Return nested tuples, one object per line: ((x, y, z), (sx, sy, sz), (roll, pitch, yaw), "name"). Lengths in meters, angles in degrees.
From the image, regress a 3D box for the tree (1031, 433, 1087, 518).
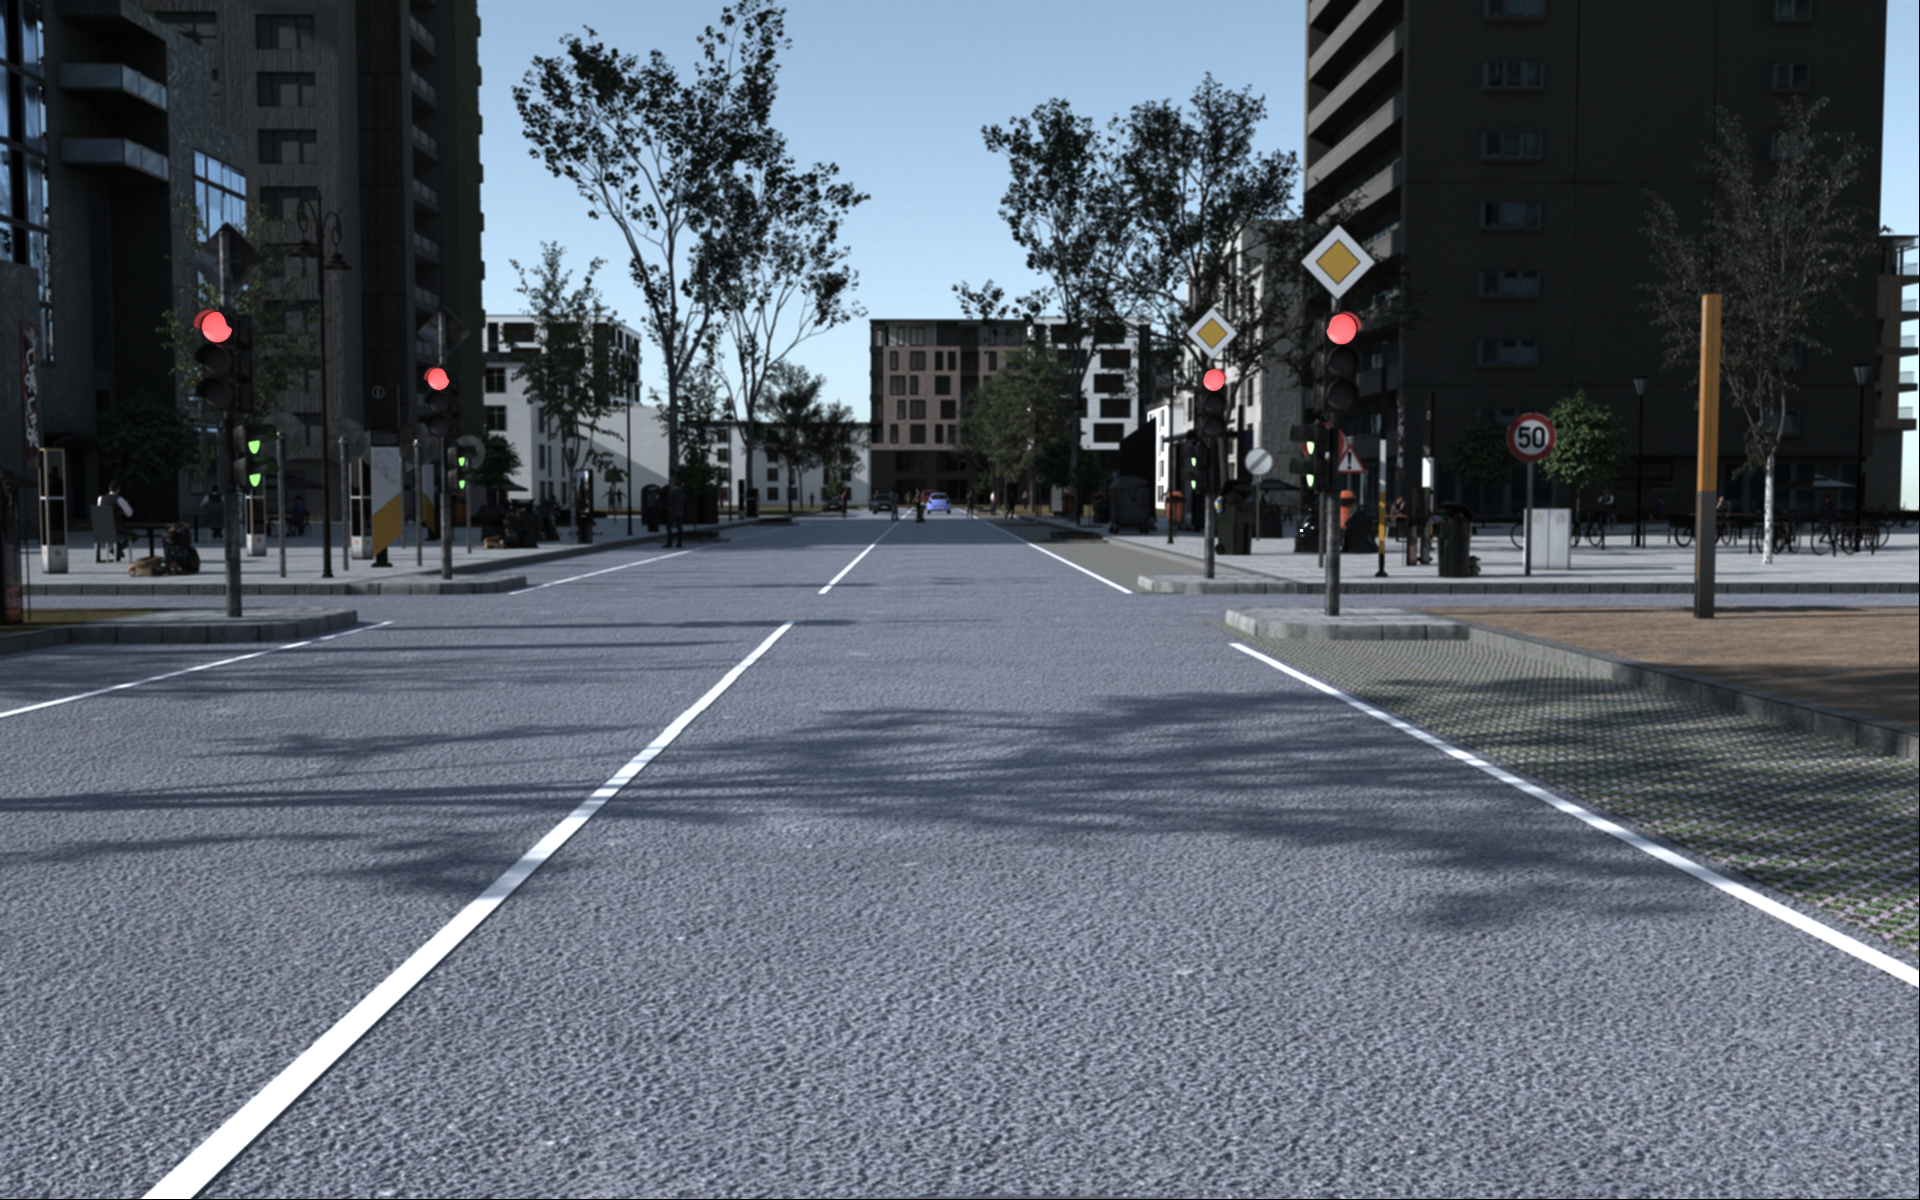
((5.487, -6.647, 92.395), (4.285, 4.588, 4.351), (0, 3, 0), "tree")

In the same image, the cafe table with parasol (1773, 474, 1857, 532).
((29.285, -3.336, 59.416), (2.610, 1.966, 2.610), (3, 5, 40), "cafe table with parasol")

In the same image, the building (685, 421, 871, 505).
((-24.623, -15.971, 203.275), (28.070, 9.664, 9.099), (0, 4, -1), "building")

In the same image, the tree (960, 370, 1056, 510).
((3.977, -13.291, 143.057), (9.928, 11.665, 9.643), (0, 3, 0), "tree")

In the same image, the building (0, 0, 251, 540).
((-37.532, -45.220, 52.017), (22.319, 86.520, 31.000), (0, 4, -1), "building")

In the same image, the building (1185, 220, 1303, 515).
((26.318, -15.533, 120.425), (16.747, 18.905, 31.486), (0, 4, -1), "building")

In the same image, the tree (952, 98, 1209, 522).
((5.993, -13.787, 81.308), (12.611, 20.169, 13.585), (0, 3, 0), "tree")

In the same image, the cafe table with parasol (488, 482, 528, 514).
((-22.314, -4.927, 85.422), (2.610, 1.966, 2.610), (3, 5, 39), "cafe table with parasol")

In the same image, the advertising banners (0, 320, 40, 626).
((-9.342, -1.270, 16.945), (0.090, 3.025, 2.074), (-1, 4, -9), "advertising banners")

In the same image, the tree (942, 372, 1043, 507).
((3.319, -16.055, 172.865), (12.009, 13.543, 11.850), (0, 3, 0), "tree")

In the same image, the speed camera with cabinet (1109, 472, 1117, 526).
((6.299, -4.567, 69.007), (0.660, 3.252, 2.038), (0, 4, 0), "speed camera with cabinet")

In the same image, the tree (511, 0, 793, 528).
((-9.355, -12.765, 64.599), (12.611, 20.169, 13.585), (0, 3, 0), "tree")

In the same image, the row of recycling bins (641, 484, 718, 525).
((-11.867, -4.045, 73.244), (3.534, 1.692, 1.069), (-3, 5, -39), "row of recycling bins")

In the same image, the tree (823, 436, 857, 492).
((-12.739, -13.898, 177.598), (4.360, 8.622, 3.978), (0, 3, 0), "tree")

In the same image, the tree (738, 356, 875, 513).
((-11.771, -11.184, 117.277), (8.767, 10.594, 7.601), (3, 4, 37), "tree")

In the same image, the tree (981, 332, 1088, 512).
((5.503, -12.432, 121.387), (7.486, 12.596, 7.792), (0, 3, 0), "tree")

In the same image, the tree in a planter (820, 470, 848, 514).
((-9.280, -7.984, 127.758), (1.991, 3.239, 1.994), (0, 4, -1), "tree in a planter")

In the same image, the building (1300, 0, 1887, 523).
((29.995, -28.271, 85.931), (21.300, 48.544, 21.600), (0, 4, -1), "building")

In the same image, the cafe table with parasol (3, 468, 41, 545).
((-24.116, -2.366, 43.545), (2.610, 1.966, 2.610), (2, 4, 30), "cafe table with parasol")

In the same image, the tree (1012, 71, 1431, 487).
((5.861, -6.312, 37.618), (8.767, 10.594, 7.601), (0, 4, 6), "tree")

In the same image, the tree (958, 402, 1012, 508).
((3.370, -13.930, 162.172), (7.601, 10.594, 8.767), (1, 4, 13), "tree")

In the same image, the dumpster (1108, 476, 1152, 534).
((5.460, -3.053, 55.676), (1.264, 1.857, 1.865), (0, 4, -1), "dumpster")

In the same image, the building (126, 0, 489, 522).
((-31.973, -24.489, 83.992), (14.154, 41.232, 14.086), (0, 4, -1), "building")

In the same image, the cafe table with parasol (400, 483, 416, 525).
((-23.470, -4.084, 71.638), (2.610, 1.966, 2.610), (-3, 5, -44), "cafe table with parasol")

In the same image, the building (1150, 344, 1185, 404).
((27.915, -21.457, 207.241), (11.380, 20.091, 16.016), (0, 4, -1), "building")

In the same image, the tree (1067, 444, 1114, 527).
((5.007, -4.453, 67.410), (1.663, 3.219, 1.824), (0, 3, 0), "tree")

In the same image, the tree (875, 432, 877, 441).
((-12.561, -14.329, 168.698), (8.767, 10.594, 7.601), (-2, 4, -34), "tree")

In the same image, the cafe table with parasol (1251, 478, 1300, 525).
((12.899, -4.085, 71.656), (2.610, 1.966, 2.610), (0, 4, -8), "cafe table with parasol")

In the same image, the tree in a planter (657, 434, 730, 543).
((-7.880, -3.315, 51.420), (1.991, 3.239, 1.994), (0, 4, -1), "tree in a planter")

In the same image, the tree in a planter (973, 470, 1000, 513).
((1.933, -7.997, 127.972), (1.991, 3.239, 1.994), (0, 4, -1), "tree in a planter")

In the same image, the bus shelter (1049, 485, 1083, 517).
((6.056, -6.412, 98.760), (2.014, 3.302, 5.546), (0, 4, -1), "bus shelter")

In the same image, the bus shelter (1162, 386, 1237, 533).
((8.529, -5.154, 61.901), (2.179, 5.291, 8.768), (0, 4, -1), "bus shelter")

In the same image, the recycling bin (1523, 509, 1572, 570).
((10.036, -1.043, 29.607), (0.722, 1.027, 0.722), (1, 4, 14), "recycling bin")

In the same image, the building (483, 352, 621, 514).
((-30.062, -10.654, 116.342), (9.099, 9.664, 28.070), (0, 4, -1), "building")

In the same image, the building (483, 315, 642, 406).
((-56.822, -22.478, 211.485), (32.646, 21.610, 27.936), (0, 4, -1), "building")

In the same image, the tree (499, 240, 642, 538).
((-11.263, -6.109, 50.244), (4.737, 8.622, 4.395), (0, 3, 0), "tree")

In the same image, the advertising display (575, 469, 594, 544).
((-9.737, -2.428, 44.910), (0.123, 1.923, 0.974), (-2, 4, -33), "advertising display")

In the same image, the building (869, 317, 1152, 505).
((5.550, -22.586, 213.259), (32.646, 21.610, 27.936), (0, 4, -1), "building")

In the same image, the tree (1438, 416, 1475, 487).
((20.043, -5.026, 65.896), (4.285, 4.588, 4.351), (0, 3, 0), "tree")

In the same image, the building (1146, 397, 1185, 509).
((22.406, -12.735, 150.363), (9.099, 9.664, 28.070), (0, 4, -1), "building")

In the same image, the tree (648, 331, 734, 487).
((-11.916, -7.805, 77.977), (4.360, 8.622, 3.978), (0, 3, 0), "tree")

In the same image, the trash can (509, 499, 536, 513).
((-12.644, -2.350, 50.081), (0.748, 1.137, 0.748), (0, 3, 0), "trash can")

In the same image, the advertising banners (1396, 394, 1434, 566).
((8.135, -2.133, 31.068), (0.090, 3.025, 2.074), (2, 4, 33), "advertising banners")

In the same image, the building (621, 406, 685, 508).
((-40.418, -13.316, 159.860), (28.070, 9.664, 9.099), (0, 4, -1), "building")

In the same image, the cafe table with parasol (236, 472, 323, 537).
((-20.370, -2.883, 52.011), (2.610, 1.966, 2.610), (0, 4, -4), "cafe table with parasol")

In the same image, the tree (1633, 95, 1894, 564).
((14.614, -4.971, 31.635), (4.360, 8.622, 3.978), (0, 3, 0), "tree")

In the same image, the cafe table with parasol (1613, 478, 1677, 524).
((29.408, -4.253, 74.405), (2.610, 1.966, 2.610), (1, 4, 19), "cafe table with parasol")

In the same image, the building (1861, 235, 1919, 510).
((59.324, -18.757, 150.651), (32.646, 21.610, 27.936), (0, 4, -1), "building")

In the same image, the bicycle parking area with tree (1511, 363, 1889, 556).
((18.020, -3.243, 40.027), (9.016, 4.147, 8.231), (-2, 4, -25), "bicycle parking area with tree")
